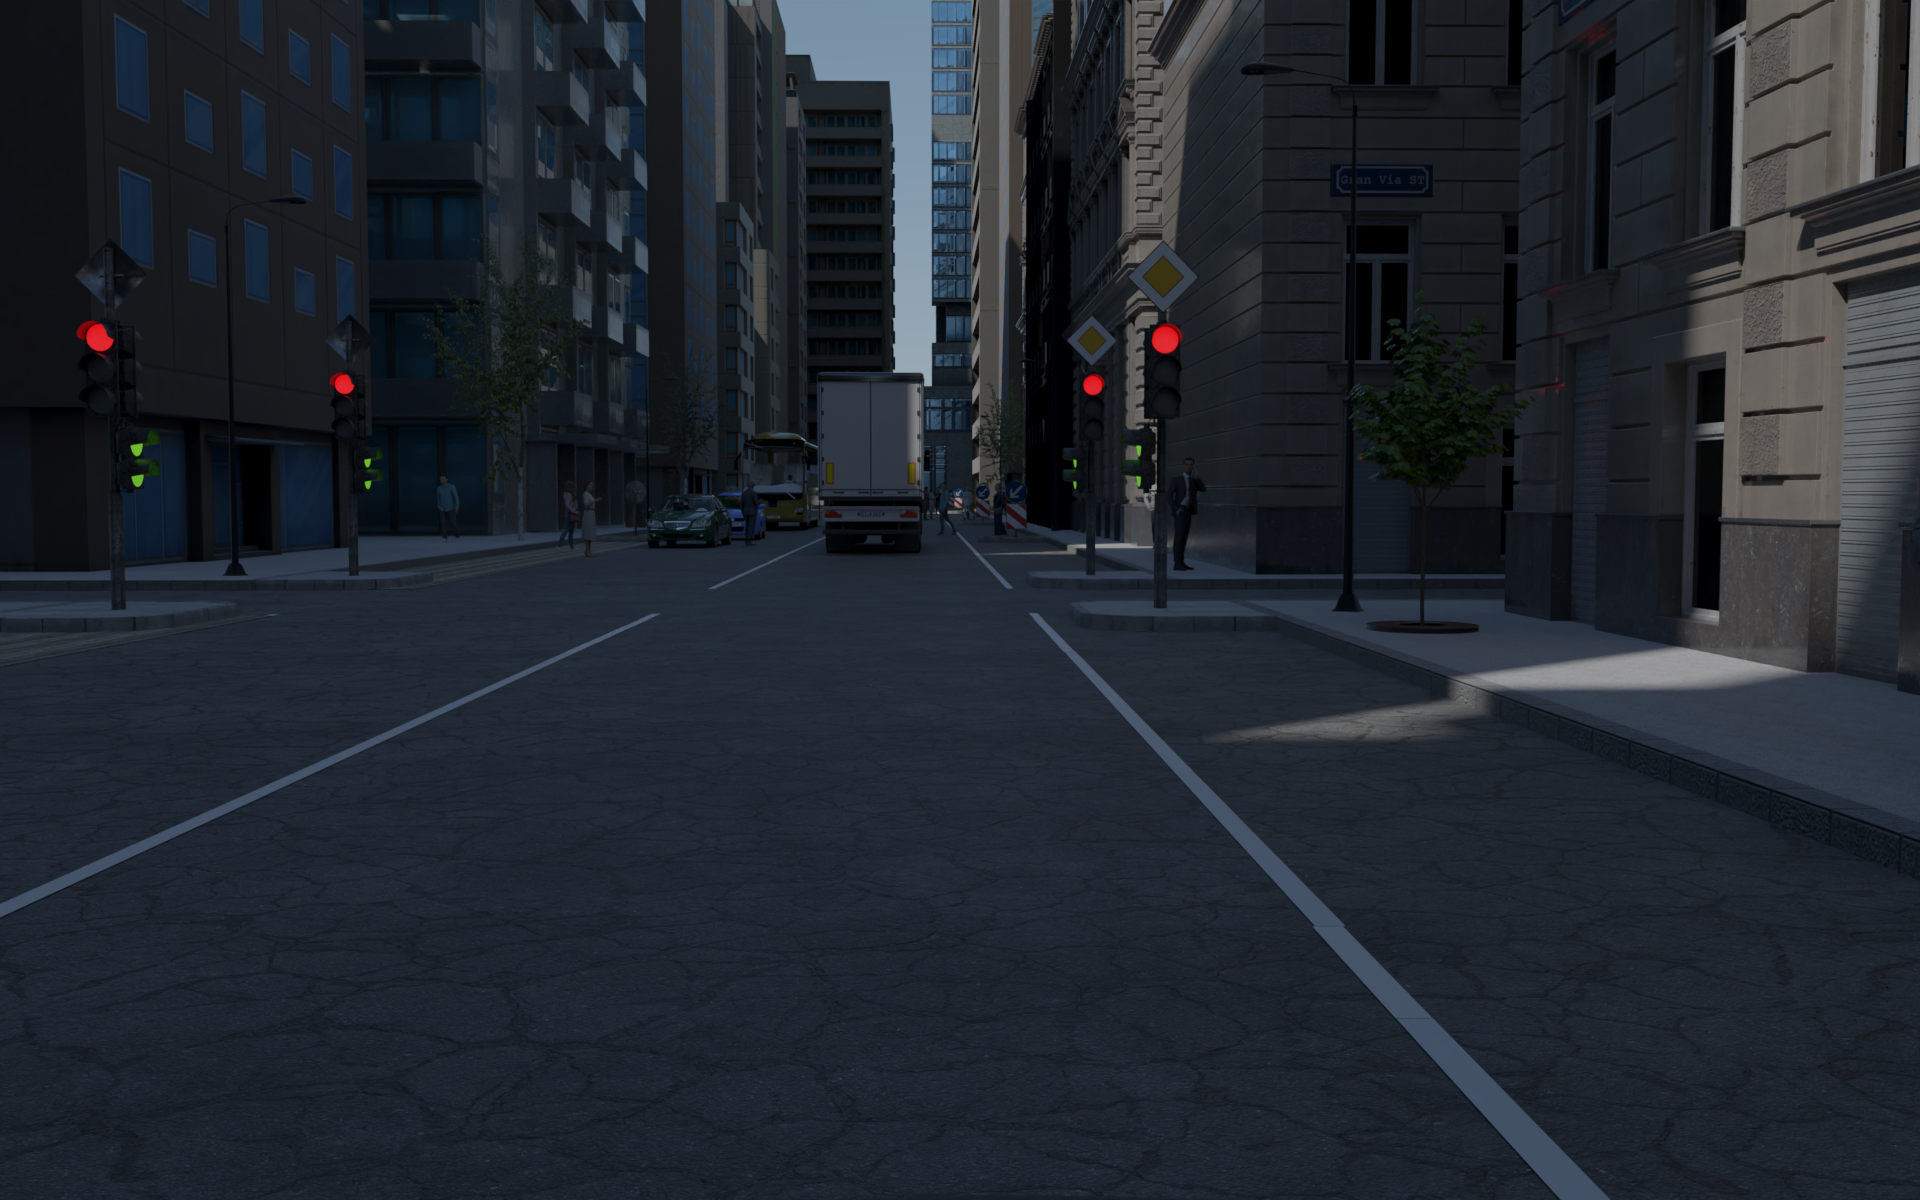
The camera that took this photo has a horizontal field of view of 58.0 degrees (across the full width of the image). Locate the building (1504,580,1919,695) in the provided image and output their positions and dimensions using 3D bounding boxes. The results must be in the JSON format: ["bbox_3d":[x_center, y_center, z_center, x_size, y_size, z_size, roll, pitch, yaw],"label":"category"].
[{"bbox_3d":[11.846,-12.772,6.084,12.463,27.353,25.104,0,4,-1],"label":"building"}]

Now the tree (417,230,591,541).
[{"bbox_3d":[-12.369,-5.945,47.570,4.737,8.622,4.395,0,3,0],"label":"tree"}]

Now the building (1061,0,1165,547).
[{"bbox_3d":[8.903,-13.582,50.947,11.050,23.489,19.941,0,4,-1],"label":"building"}]

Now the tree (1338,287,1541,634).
[{"bbox_3d":[4.330,-1.335,16.425,1.663,3.219,1.824,0,3,0],"label":"tree"}]

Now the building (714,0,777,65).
[{"bbox_3d":[-22.042,-27.782,137.836,14.154,41.232,14.086,0,4,-1],"label":"building"}]

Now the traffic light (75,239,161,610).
[{"bbox_3d":[-9.322,-1.846,19.107,0.839,4.253,0.868,0,4,-1],"label":"traffic light"}]

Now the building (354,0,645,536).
[{"bbox_3d":[-24.073,-27.172,63.875,23.786,49.044,30.456,0,4,-1],"label":"building"}]

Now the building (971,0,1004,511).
[{"bbox_3d":[11.886,-31.532,139.250,21.300,48.544,21.600,0,4,-1],"label":"building"}]

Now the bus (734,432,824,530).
[{"bbox_3d":[-7.295,-4.936,72.246,2.896,3.916,12.252,0,4,-1],"label":"bus"}]

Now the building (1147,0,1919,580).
[{"bbox_3d":[16.692,-14.396,32.642,25.104,27.353,12.463,0,4,-1],"label":"building"}]

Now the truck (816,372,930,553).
[{"bbox_3d":[-2.184,-3.461,45.499,2.839,4.237,11.283,0,4,-1],"label":"truck"}]

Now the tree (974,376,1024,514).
[{"bbox_3d":[2.717,-9.681,108.654,4.737,8.622,4.395,0,3,0],"label":"tree"}]

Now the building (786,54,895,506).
[{"bbox_3d":[-18.202,-34.956,195.233,21.600,48.544,21.300,0,4,-1],"label":"building"}]

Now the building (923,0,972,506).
[{"bbox_3d":[8.406,-54.029,196.047,31.000,86.520,22.319,0,4,-1],"label":"building"}]

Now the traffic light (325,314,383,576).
[{"bbox_3d":[-9.505,-2.335,27.090,0.839,4.253,0.868,0,4,-1],"label":"traffic light"}]

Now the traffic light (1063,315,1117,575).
[{"bbox_3d":[2.053,-2.352,27.370,0.839,4.253,0.868,0,4,-1],"label":"traffic light"}]

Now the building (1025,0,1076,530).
[{"bbox_3d":[9.244,-14.639,69.018,12.332,23.373,15.834,0,4,-1],"label":"building"}]

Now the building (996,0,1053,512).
[{"bbox_3d":[9.946,-28.774,120.565,14.600,45.320,14.200,0,4,-1],"label":"building"}]

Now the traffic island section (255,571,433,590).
[{"bbox_3d":[-9.545,-0.302,27.224,2.009,0.180,2.903,0,4,-1],"label":"traffic island section"}]

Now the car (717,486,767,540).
[{"bbox_3d":[-7.083,-2.774,54.942,1.945,1.707,3.694,0,4,-3],"label":"car"}]

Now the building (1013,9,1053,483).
[{"bbox_3d":[9.587,-17.864,89.341,12.463,27.353,25.104,0,4,-1],"label":"building"}]

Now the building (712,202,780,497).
[{"bbox_3d":[-27.160,-16.625,116.863,27.650,21.520,28.899,0,4,-1],"label":"building"}]

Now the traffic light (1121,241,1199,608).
[{"bbox_3d":[2.236,-1.863,19.387,0.839,4.253,0.868,0,4,-1],"label":"traffic light"}]

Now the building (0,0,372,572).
[{"bbox_3d":[-21.041,-23.459,33.671,14.600,45.320,14.200,0,4,-1],"label":"building"}]

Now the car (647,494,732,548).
[{"bbox_3d":[-7.410,-2.197,47.713,2.131,1.459,4.920,0,4,0],"label":"car"}]

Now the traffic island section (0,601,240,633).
[{"bbox_3d":[-9.362,0.186,19.241,2.009,0.180,2.903,0,4,-1],"label":"traffic island section"}]

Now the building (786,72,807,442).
[{"bbox_3d":[-22.278,-29.786,170.591,14.086,41.232,14.154,0,4,-1],"label":"building"}]

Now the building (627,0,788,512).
[{"bbox_3d":[-22.625,-30.685,151.818,14.600,45.320,14.200,0,4,-1],"label":"building"}]

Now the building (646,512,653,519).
[{"bbox_3d":[-21.084,-27.170,94.336,14.600,45.320,14.200,0,4,-1],"label":"building"}]

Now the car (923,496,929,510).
[{"bbox_3d":[-3.599,-9.245,160.194,2.155,1.783,4.494,0,4,-1],"label":"car"}]

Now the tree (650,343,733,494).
[{"bbox_3d":[-13.388,-8.237,85.034,4.360,8.622,3.978,0,3,0],"label":"tree"}]
